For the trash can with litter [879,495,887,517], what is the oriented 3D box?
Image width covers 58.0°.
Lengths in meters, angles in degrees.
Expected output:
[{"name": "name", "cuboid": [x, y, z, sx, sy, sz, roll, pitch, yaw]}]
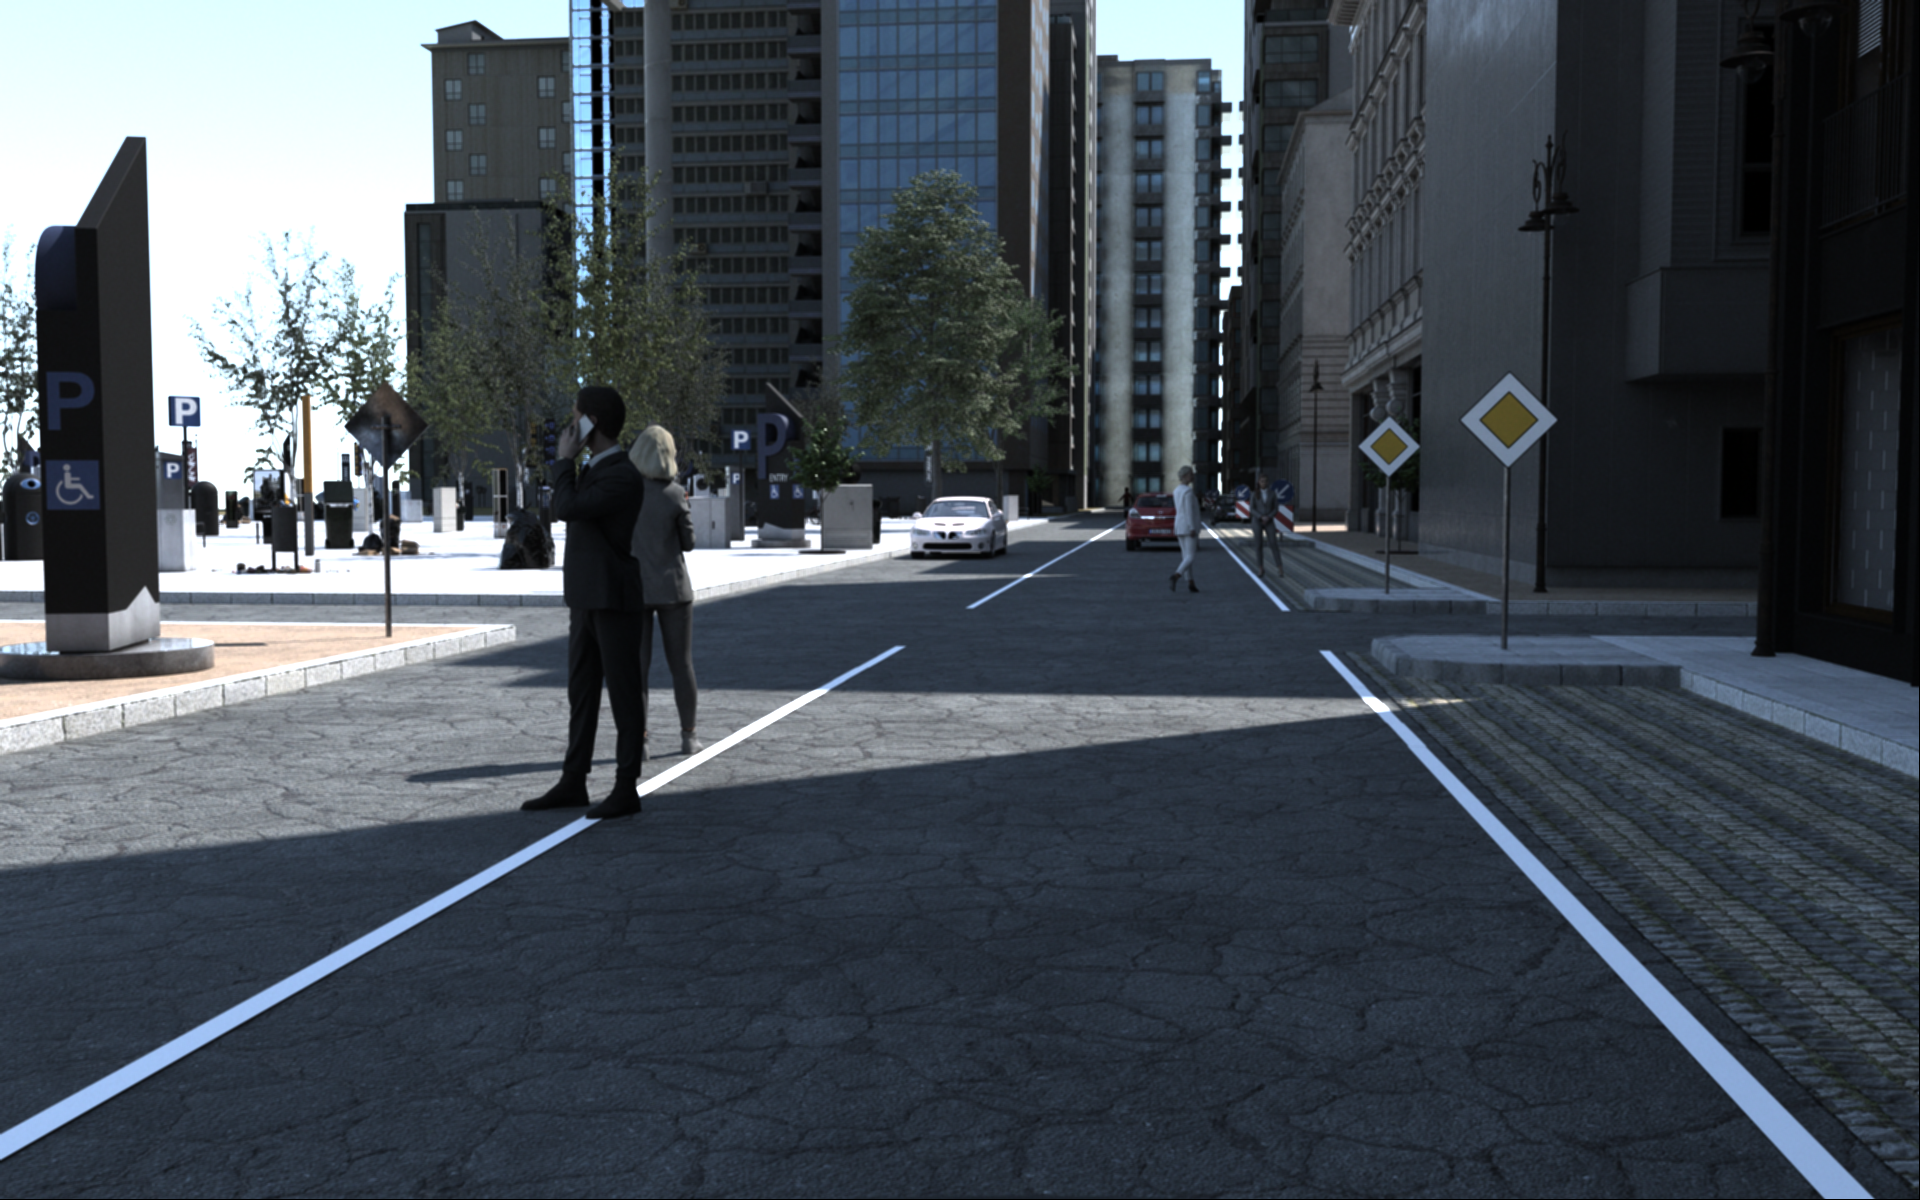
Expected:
[{"name": "trash can with litter", "cuboid": [-4.671, -5.280, 97.388, 2.233, 1.210, 1.678, 0, 4, 0]}]

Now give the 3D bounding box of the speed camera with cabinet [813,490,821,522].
[{"name": "speed camera with cabinet", "cuboid": [-5.838, -5.307, 81.112, 2.038, 3.252, 0.660, -1, 4, -19]}]

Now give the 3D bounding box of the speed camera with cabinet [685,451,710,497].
[{"name": "speed camera with cabinet", "cuboid": [-12.485, -5.182, 79.060, 2.038, 3.252, 0.660, -1, 4, -16]}]

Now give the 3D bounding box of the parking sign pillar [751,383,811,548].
[{"name": "parking sign pillar", "cuboid": [-4.292, -3.243, 41.487, 1.447, 3.967, 1.447, -3, 5, -45]}]

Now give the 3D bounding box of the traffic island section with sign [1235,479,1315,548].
[{"name": "traffic island section with sign", "cuboid": [8.606, -2.357, 47.159, 1.989, 1.847, 2.006, 0, 4, 7]}]

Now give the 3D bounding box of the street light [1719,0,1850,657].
[{"name": "street light", "cuboid": [6.367, -2.493, 13.548, 0.468, 5.910, 1.993, 0, 4, 7]}]

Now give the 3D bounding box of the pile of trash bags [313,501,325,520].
[{"name": "pile of trash bags", "cuboid": [-32.045, -4.713, 86.818, 1.912, 1.369, 3.447, 1, 4, 10]}]

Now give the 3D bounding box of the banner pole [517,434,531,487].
[{"name": "banner pole", "cuboid": [-18.294, -5.051, 72.605, 0.863, 3.779, 0.401, 2, 4, 27]}]

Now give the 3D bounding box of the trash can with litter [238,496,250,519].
[{"name": "trash can with litter", "cuboid": [-36.829, -4.730, 88.726, 0.624, 1.170, 1.055, 2, 4, 25]}]

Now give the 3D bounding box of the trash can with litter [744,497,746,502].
[{"name": "trash can with litter", "cuboid": [-11.347, -4.624, 86.653, 2.233, 1.210, 1.678, -3, 5, -41]}]

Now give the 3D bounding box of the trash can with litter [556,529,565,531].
[{"name": "trash can with litter", "cuboid": [-13.269, -2.988, 59.903, 1.678, 1.210, 2.233, 0, 4, -5]}]

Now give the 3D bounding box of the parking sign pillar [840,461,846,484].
[{"name": "parking sign pillar", "cuboid": [-6.707, -6.477, 94.374, 1.447, 3.967, 1.447, -1, 4, -14]}]

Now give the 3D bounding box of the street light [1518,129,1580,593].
[{"name": "street light", "cuboid": [7.583, -3.038, 22.456, 0.468, 5.910, 1.993, 0, 4, 7]}]

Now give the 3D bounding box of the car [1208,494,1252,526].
[{"name": "car", "cuboid": [12.243, -4.184, 78.199, 2.009, 1.686, 4.222, 0, 4, 6]}]

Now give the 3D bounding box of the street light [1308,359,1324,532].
[{"name": "street light", "cuboid": [12.148, -5.287, 59.229, 0.468, 5.910, 1.993, 0, 4, 7]}]

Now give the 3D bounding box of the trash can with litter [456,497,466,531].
[{"name": "trash can with litter", "cuboid": [-17.626, -2.966, 59.882, 1.055, 1.170, 0.624, 1, 4, 20]}]

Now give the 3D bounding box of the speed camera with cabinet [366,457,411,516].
[{"name": "speed camera with cabinet", "cuboid": [-27.952, -5.528, 84.715, 2.038, 3.252, 0.660, 0, 4, 2]}]

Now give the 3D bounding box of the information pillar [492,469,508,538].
[{"name": "information pillar", "cuboid": [-13.330, -2.798, 50.235, 0.304, 2.012, 0.304, 3, 5, 41]}]

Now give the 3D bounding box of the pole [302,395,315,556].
[{"name": "pole", "cuboid": [-13.503, -2.570, 35.869, 0.158, 3.312, 0.155, 0, 3, 0]}]

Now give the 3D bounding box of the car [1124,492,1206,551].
[{"name": "car", "cuboid": [5.313, -2.207, 45.127, 2.155, 1.783, 4.494, 1, 4, 9]}]

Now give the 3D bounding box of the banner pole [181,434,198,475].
[{"name": "banner pole", "cuboid": [-31.761, -4.990, 71.605, 0.401, 3.779, 0.863, 3, 5, 42]}]

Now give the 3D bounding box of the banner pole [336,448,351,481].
[{"name": "banner pole", "cuboid": [-33.308, -6.329, 93.493, 0.863, 3.779, 0.401, -2, 4, -25]}]

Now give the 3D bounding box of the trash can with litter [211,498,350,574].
[{"name": "trash can with litter", "cuboid": [-11.279, -1.061, 28.403, 2.233, 1.210, 1.678, 2, 4, 26]}]

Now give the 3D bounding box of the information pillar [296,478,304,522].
[{"name": "information pillar", "cuboid": [-30.631, -4.652, 80.555, 0.304, 2.012, 0.304, 2, 4, 33]}]

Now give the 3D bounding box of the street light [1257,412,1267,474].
[{"name": "street light", "cuboid": [16.688, -7.525, 95.828, 0.468, 5.910, 1.993, 0, 4, 7]}]

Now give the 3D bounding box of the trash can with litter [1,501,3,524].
[{"name": "trash can with litter", "cuboid": [-41.238, -3.869, 74.645, 0.624, 1.170, 1.055, 3, 5, 41]}]

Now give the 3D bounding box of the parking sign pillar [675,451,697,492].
[{"name": "parking sign pillar", "cuboid": [-14.642, -6.325, 91.882, 1.447, 3.967, 1.447, 0, 4, -2]}]

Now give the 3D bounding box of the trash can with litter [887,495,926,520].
[{"name": "trash can with litter", "cuboid": [-2.356, -4.690, 87.733, 2.233, 1.210, 1.678, 0, 4, 6]}]

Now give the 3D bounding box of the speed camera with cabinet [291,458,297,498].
[{"name": "speed camera with cabinet", "cuboid": [-36.118, -5.994, 92.346, 0.660, 3.252, 2.038, 2, 4, 31]}]

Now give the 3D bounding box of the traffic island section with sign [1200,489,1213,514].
[{"name": "traffic island section with sign", "cuboid": [18.056, -7.010, 123.241, 1.989, 1.847, 2.006, 0, 4, 7]}]

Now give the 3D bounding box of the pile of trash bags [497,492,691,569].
[{"name": "pile of trash bags", "cuboid": [-6.343, -1.241, 30.042, 3.447, 1.369, 1.912, 1, 4, 9]}]

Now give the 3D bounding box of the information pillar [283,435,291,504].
[{"name": "information pillar", "cuboid": [-25.937, -4.615, 66.810, 0.183, 3.616, 0.504, 0, 4, 7]}]

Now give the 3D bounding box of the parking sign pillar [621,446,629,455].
[{"name": "parking sign pillar", "cuboid": [-14.760, -5.279, 74.790, 1.447, 3.967, 1.447, -2, 4, -31]}]

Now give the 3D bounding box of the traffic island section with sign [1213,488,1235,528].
[{"name": "traffic island section with sign", "cuboid": [11.991, -4.019, 74.340, 1.989, 1.847, 2.006, 0, 4, 7]}]

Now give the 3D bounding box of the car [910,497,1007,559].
[{"name": "car", "cuboid": [0.021, -1.693, 40.036, 2.083, 1.381, 4.827, 0, 4, 7]}]

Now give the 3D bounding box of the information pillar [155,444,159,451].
[{"name": "information pillar", "cuboid": [-37.762, -5.512, 81.481, 0.183, 3.616, 0.504, 0, 4, -8]}]

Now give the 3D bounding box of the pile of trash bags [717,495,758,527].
[{"name": "pile of trash bags", "cuboid": [-9.538, -3.612, 68.814, 3.447, 1.369, 1.912, 0, 4, 6]}]

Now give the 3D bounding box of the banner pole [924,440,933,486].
[{"name": "banner pole", "cuboid": [-1.110, -4.809, 68.649, 0.863, 3.779, 0.401, 3, 4, 38]}]

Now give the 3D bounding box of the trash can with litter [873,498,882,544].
[{"name": "trash can with litter", "cuboid": [-2.383, -2.041, 44.754, 0.624, 1.170, 1.055, -1, 4, -15]}]

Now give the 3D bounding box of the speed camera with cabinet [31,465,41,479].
[{"name": "speed camera with cabinet", "cuboid": [-28.638, -3.749, 55.634, 2.038, 3.252, 0.660, -2, 4, -34]}]

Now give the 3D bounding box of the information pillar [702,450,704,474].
[{"name": "information pillar", "cuboid": [-13.547, -6.121, 91.426, 0.183, 3.616, 0.504, -1, 4, -12]}]

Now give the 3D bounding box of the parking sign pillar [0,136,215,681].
[{"name": "parking sign pillar", "cuboid": [-6.214, -1.469, 12.498, 1.447, 3.967, 1.447, -1, 4, -10]}]

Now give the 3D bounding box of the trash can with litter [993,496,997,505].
[{"name": "trash can with litter", "cuboid": [2.296, -5.120, 95.103, 1.055, 1.170, 0.624, 0, 4, 0]}]

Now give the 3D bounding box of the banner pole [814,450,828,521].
[{"name": "banner pole", "cuboid": [-6.598, -5.694, 83.109, 0.863, 3.779, 0.401, -3, 4, -36]}]
